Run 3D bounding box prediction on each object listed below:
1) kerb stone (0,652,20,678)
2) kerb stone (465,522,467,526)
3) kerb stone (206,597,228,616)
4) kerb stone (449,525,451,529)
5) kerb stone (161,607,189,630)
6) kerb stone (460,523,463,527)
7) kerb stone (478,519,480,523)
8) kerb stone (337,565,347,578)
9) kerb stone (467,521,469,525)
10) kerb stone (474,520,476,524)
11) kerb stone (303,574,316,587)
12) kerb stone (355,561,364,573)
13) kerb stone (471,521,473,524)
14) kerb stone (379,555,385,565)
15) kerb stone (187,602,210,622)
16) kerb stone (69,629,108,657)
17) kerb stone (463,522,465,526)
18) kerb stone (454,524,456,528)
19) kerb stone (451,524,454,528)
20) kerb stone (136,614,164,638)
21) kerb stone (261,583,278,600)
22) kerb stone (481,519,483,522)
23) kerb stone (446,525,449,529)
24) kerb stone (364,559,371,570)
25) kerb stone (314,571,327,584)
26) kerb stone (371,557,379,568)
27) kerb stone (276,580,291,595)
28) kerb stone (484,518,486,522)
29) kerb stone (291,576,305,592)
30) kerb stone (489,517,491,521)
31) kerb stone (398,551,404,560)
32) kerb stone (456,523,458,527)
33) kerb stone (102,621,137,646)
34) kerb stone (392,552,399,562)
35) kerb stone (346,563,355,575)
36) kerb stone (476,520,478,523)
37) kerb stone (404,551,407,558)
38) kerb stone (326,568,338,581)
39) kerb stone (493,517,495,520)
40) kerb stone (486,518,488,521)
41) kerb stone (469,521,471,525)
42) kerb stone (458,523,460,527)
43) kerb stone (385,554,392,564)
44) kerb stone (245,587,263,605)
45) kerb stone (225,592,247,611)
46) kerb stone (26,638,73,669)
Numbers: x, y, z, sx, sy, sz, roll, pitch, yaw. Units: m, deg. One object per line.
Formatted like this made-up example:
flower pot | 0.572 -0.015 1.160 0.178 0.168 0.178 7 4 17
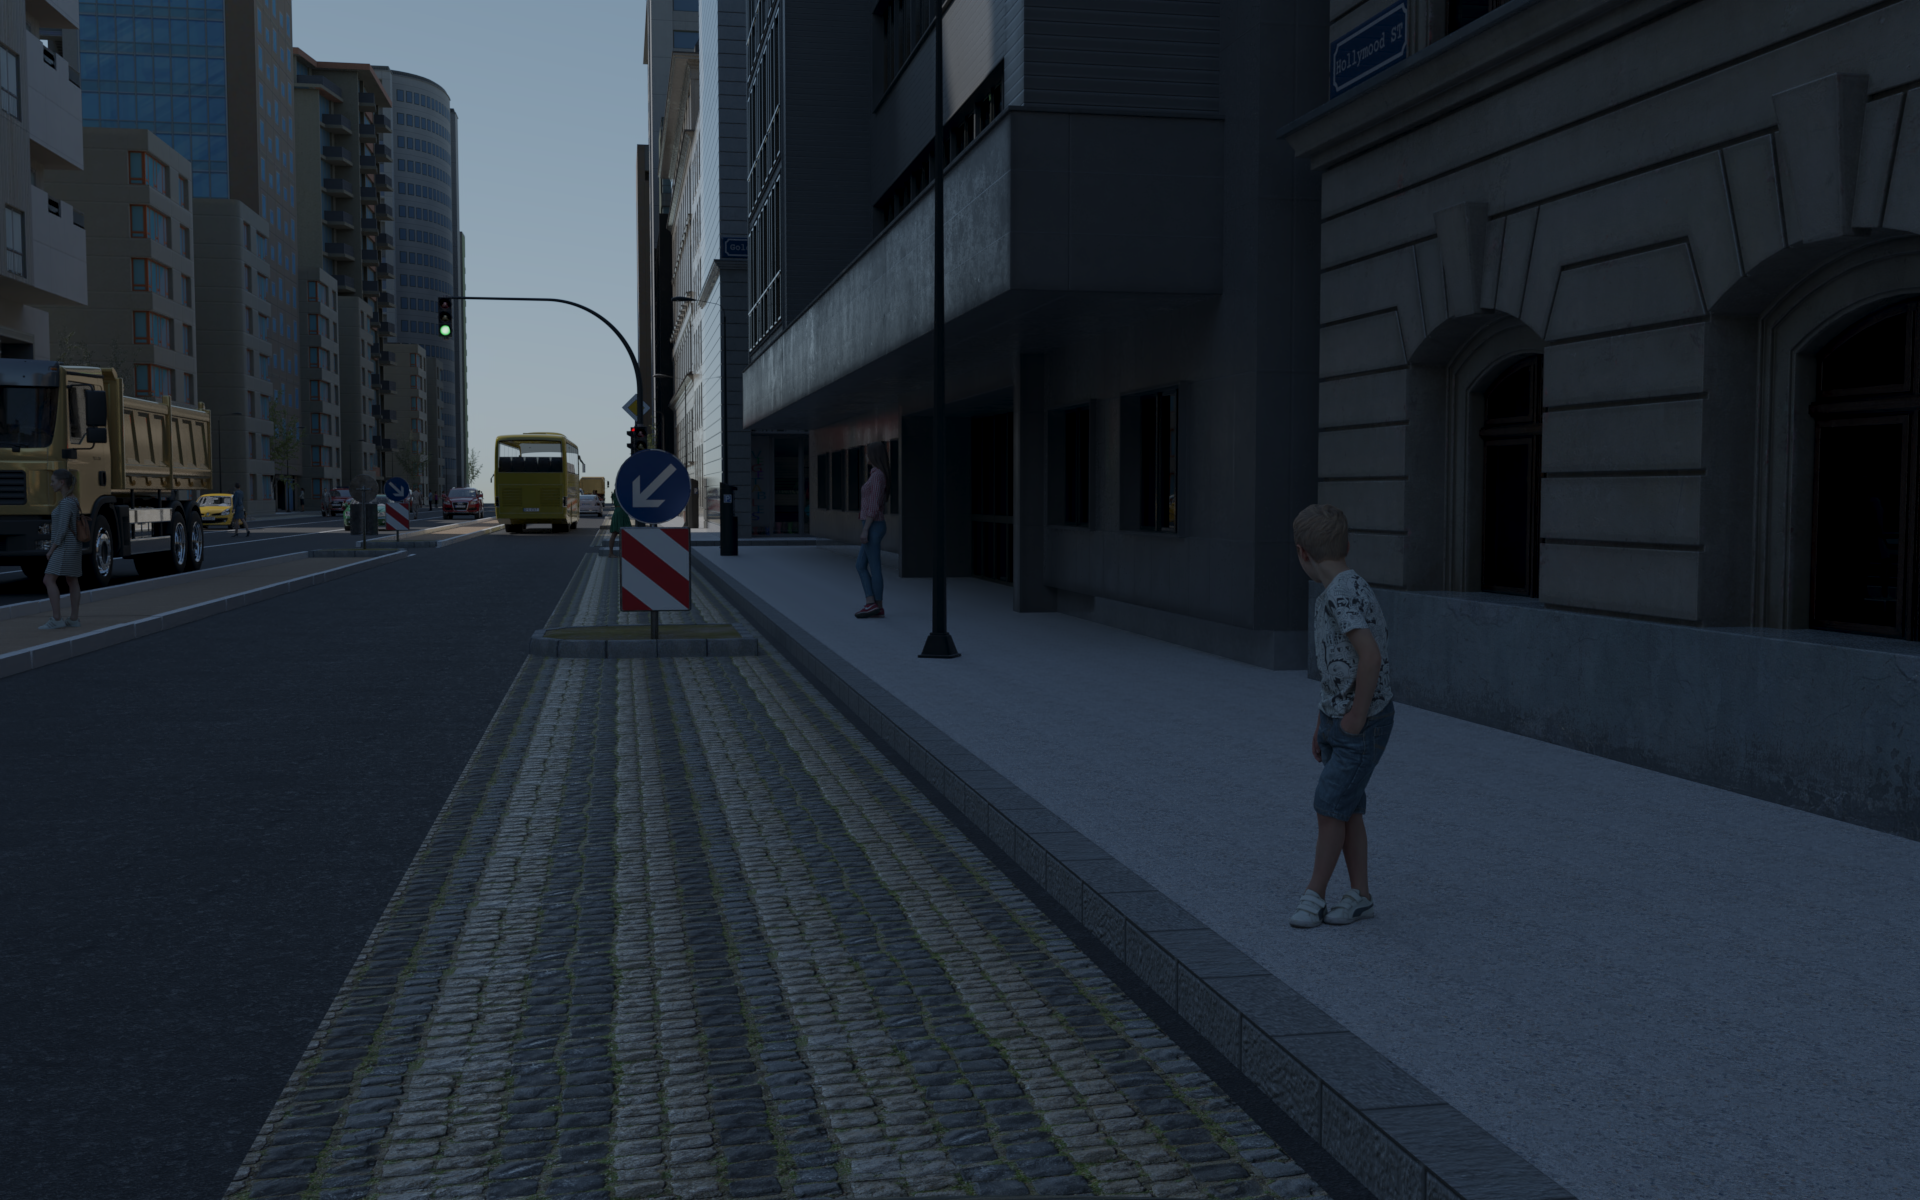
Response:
kerb stone | -7.558 0.523 13.652 0.120 0.150 1.000 -1 4 -11
kerb stone | -22.192 -3.362 77.165 0.120 0.150 1.000 -1 4 -11
kerb stone | -8.949 0.095 20.692 0.120 0.150 1.000 -1 4 -11
kerb stone | -20.808 -2.932 70.126 0.120 0.150 1.000 -1 4 -11
kerb stone | -8.539 0.214 18.689 0.120 0.150 1.000 -1 4 -11
kerb stone | -21.795 -3.237 75.152 0.120 0.150 1.000 -1 4 -11
kerb stone | -23.574 -3.792 84.201 0.120 0.150 1.000 -1 4 -11
kerb stone | -10.709 -0.462 29.742 0.120 0.150 1.000 -1 4 -11
kerb stone | -22.385 -3.423 78.169 0.120 0.150 1.000 -1 4 -11
kerb stone | -23.180 -3.660 82.189 0.120 0.150 1.000 -1 4 -11
kerb stone | -10.133 -0.276 26.723 0.120 0.150 1.000 -1 4 -11
kerb stone | -11.118 -0.584 31.755 0.120 0.150 1.000 -1 4 -11
kerb stone | -22.780 -3.546 80.174 0.120 0.150 1.000 -1 4 -11
kerb stone | -11.715 -0.767 34.767 0.120 0.150 1.000 -1 4 -11
kerb stone | -8.739 0.153 19.691 0.120 0.150 1.000 -1 4 -11
kerb stone | -7.948 0.401 15.672 0.120 0.150 1.000 -1 4 -11
kerb stone | -22.001 -3.300 76.153 0.120 0.150 1.000 -1 4 -11
kerb stone | -21.200 -3.051 72.136 0.120 0.150 1.000 -1 4 -11
kerb stone | -21.010 -2.993 71.131 0.120 0.150 1.000 -1 4 -11
kerb stone | -8.346 0.283 17.685 0.120 0.150 1.000 -1 4 -11
kerb stone | -9.531 -0.093 23.710 0.120 0.150 1.000 -1 4 -11
kerb stone | -23.967 -3.915 86.210 0.120 0.150 1.000 -1 4 -11
kerb stone | -20.611 -2.868 69.112 0.120 0.150 1.000 -1 4 -11
kerb stone | -11.315 -0.646 32.761 0.120 0.150 1.000 -1 4 -11
kerb stone | -10.326 -0.339 27.734 0.120 0.150 1.000 -1 4 -11
kerb stone | -11.508 -0.708 33.765 0.120 0.150 1.000 -1 4 -11
kerb stone | -9.739 -0.154 24.711 0.120 0.150 1.000 -1 4 -11
kerb stone | -24.363 -4.039 88.228 0.120 0.150 1.000 -1 4 -11
kerb stone | -9.925 -0.215 25.716 0.120 0.150 1.000 -1 4 -11
kerb stone | -24.958 -4.223 91.238 0.120 0.150 1.000 -1 4 -11
kerb stone | -12.304 -0.946 37.780 0.120 0.150 1.000 -1 4 -11
kerb stone | -21.399 -3.116 73.146 0.120 0.150 1.000 -1 4 -11
kerb stone | -8.152 0.337 16.678 0.120 0.150 1.000 -1 4 -11
kerb stone | -12.099 -0.892 36.778 0.120 0.150 1.000 -1 4 -11
kerb stone | -10.916 -0.523 30.745 0.120 0.150 1.000 -1 4 -11
kerb stone | -23.377 -3.731 83.195 0.120 0.150 1.000 -1 4 -11
kerb stone | -12.499 -1.015 38.783 0.120 0.150 1.000 -1 4 -11
kerb stone | -10.514 -0.398 28.739 0.120 0.150 1.000 -1 4 -11
kerb stone | -25.554 -4.406 94.252 0.120 0.150 1.000 -1 4 -11
kerb stone | -24.563 -4.100 89.230 0.120 0.150 1.000 -1 4 -11
kerb stone | -22.583 -3.485 79.171 0.120 0.150 1.000 -1 4 -11
kerb stone | -21.602 -3.177 74.148 0.120 0.150 1.000 -1 4 -11
kerb stone | -11.907 -0.830 35.774 0.120 0.150 1.000 -1 4 -11
kerb stone | -9.332 -0.030 22.700 0.120 0.150 1.000 -1 4 -11
kerb stone | -9.138 0.031 21.696 0.120 0.150 1.000 -1 4 -11
kerb stone | -7.754 0.460 14.668 0.120 0.150 1.000 -1 4 -11
